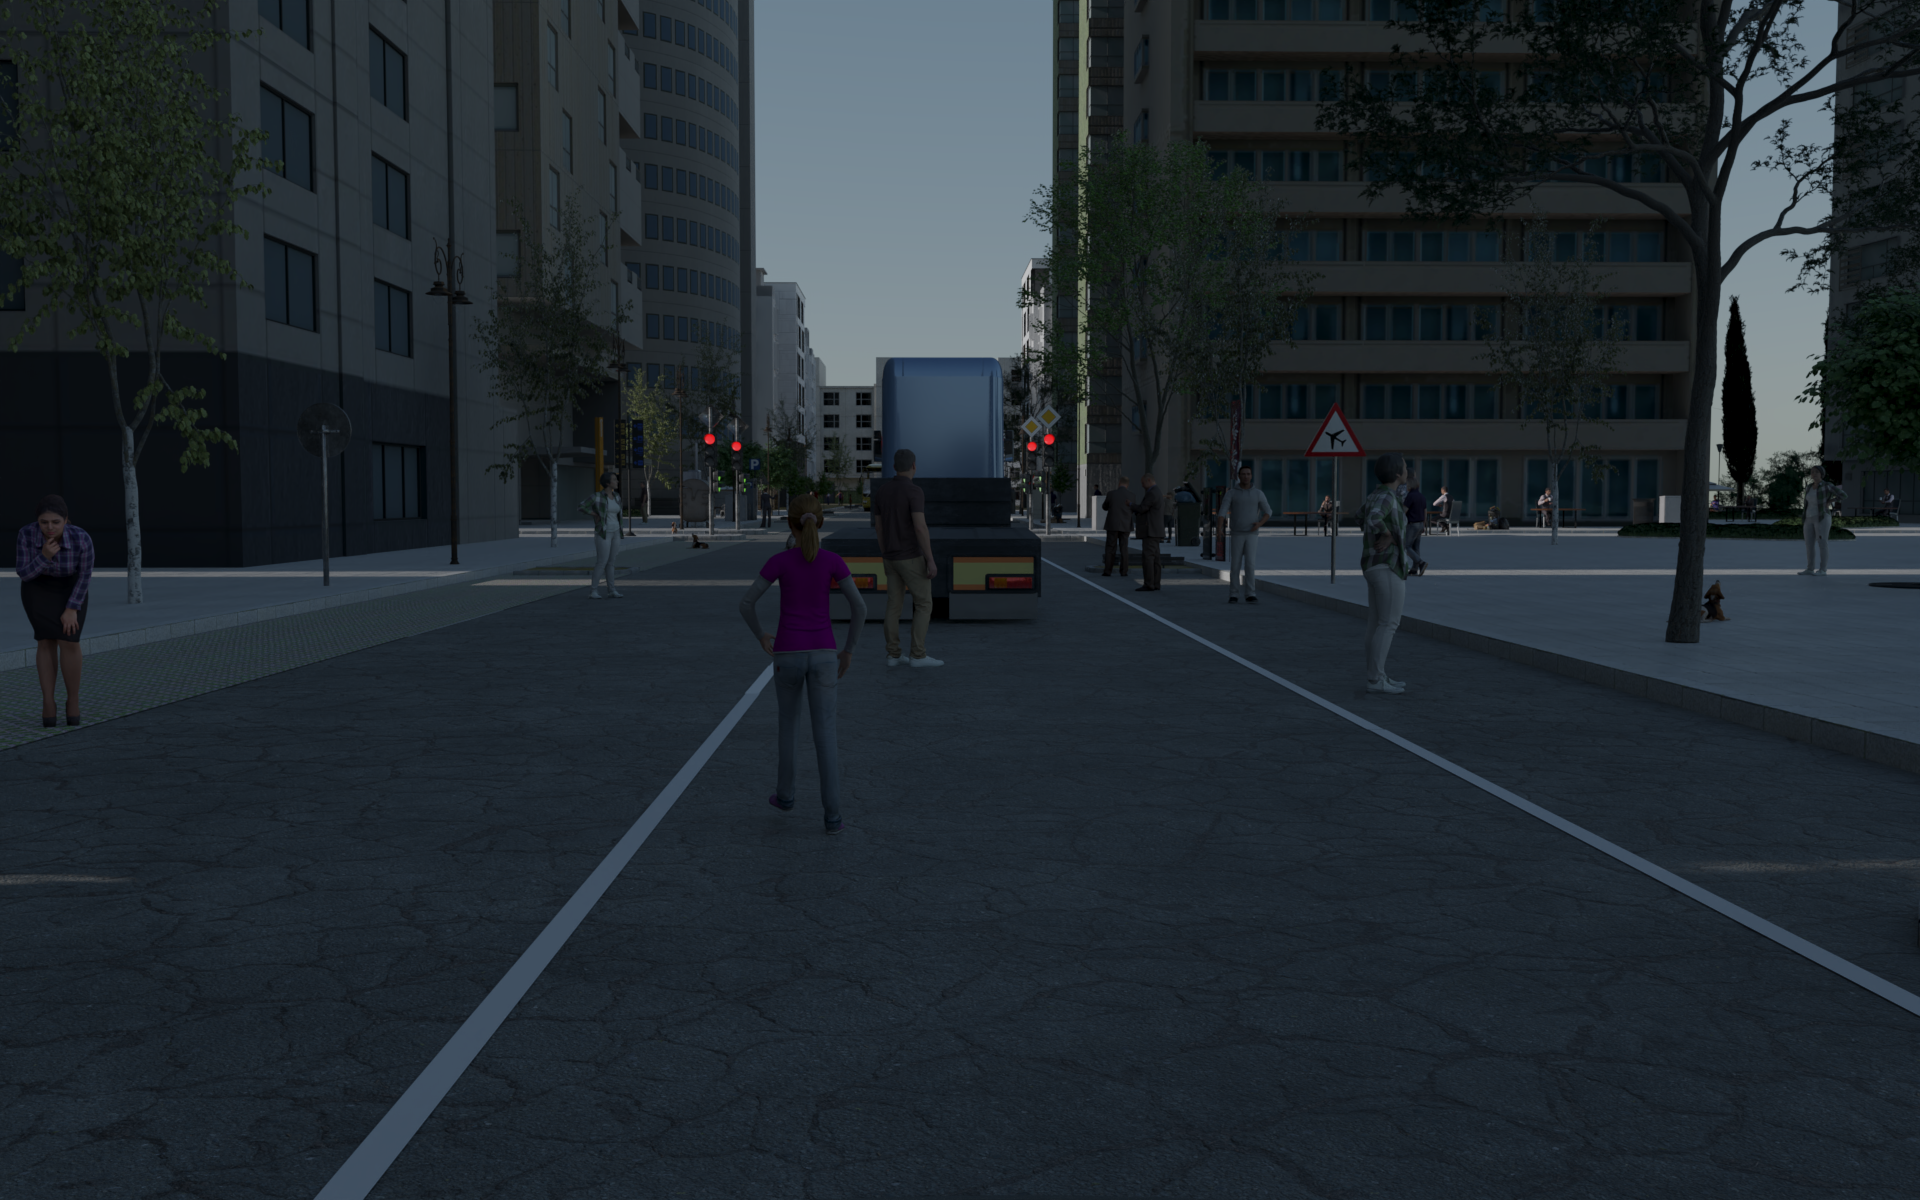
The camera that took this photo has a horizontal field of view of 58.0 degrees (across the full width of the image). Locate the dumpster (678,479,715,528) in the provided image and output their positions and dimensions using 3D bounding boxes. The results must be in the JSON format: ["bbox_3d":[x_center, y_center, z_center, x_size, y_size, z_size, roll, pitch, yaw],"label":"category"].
[{"bbox_3d":[-9.988,-3.663,65.649,1.264,1.857,1.865,0,4,-2],"label":"dumpster"}]

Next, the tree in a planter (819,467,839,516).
[{"bbox_3d":[-8.969,-7.143,114.014,1.991,3.239,1.994,0,4,-1],"label":"tree in a planter"}]

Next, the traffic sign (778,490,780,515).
[{"bbox_3d":[-11.053,-6.452,105.597,0.768,2.556,0.104,0,4,4],"label":"traffic sign"}]

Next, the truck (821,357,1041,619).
[{"bbox_3d":[-0.333,-2.357,28.292,2.967,4.110,18.799,0,3,0],"label":"truck"}]

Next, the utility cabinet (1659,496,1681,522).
[{"bbox_3d":[25.541,-3.108,61.980,1.020,1.237,0.306,-1,4,-17],"label":"utility cabinet"}]

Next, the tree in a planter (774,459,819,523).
[{"bbox_3d":[-8.288,-5.493,87.040,1.991,3.239,1.994,0,4,-1],"label":"tree in a planter"}]

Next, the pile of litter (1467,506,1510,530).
[{"bbox_3d":[19.015,-2.956,62.290,1.719,0.858,1.176,0,4,-7],"label":"pile of litter"}]

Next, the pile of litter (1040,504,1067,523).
[{"bbox_3d":[4.114,-3.829,76.564,1.176,0.858,1.719,0,4,-3],"label":"pile of litter"}]

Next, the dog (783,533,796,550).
[{"bbox_3d":[-4.346,-1.711,44.805,0.800,0.831,0.513,1,4,16],"label":"dog"}]

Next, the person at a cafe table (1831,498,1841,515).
[{"bbox_3d":[44.638,-4.649,86.866,1.726,1.238,1.698,3,5,43],"label":"person at a cafe table"}]

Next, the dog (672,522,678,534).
[{"bbox_3d":[-9.430,-2.317,57.177,0.540,0.507,0.406,3,4,38],"label":"dog"}]

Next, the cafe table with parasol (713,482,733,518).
[{"bbox_3d":[-13.405,-5.490,94.622,2.610,1.966,2.610,0,4,-3],"label":"cafe table with parasol"}]

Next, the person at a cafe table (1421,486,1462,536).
[{"bbox_3d":[14.703,-2.747,53.429,1.698,1.524,1.622,-2,4,-35],"label":"person at a cafe table"}]

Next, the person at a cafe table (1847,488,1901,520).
[{"bbox_3d":[37.700,-3.823,71.026,1.622,1.524,1.698,-1,4,-11],"label":"person at a cafe table"}]

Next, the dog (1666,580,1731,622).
[{"bbox_3d":[7.447,0.016,17.478,0.748,0.427,0.550,0,4,8],"label":"dog"}]

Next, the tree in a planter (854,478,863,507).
[{"bbox_3d":[-10.901,-11.831,190.661,1.991,3.239,1.994,0,4,-1],"label":"tree in a planter"}]

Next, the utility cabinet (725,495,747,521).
[{"bbox_3d":[-10.599,-4.329,81.948,1.020,1.237,0.306,1,4,10],"label":"utility cabinet"}]

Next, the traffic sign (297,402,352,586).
[{"bbox_3d":[-8.846,-1.468,24.106,0.768,2.556,0.104,0,4,2],"label":"traffic sign"}]

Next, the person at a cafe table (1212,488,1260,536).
[{"bbox_3d":[8.483,-2.762,53.669,1.622,1.524,1.698,1,4,14],"label":"person at a cafe table"}]

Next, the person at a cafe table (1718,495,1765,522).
[{"bbox_3d":[36.262,-4.230,80.019,1.726,1.238,1.698,-3,5,-43],"label":"person at a cafe table"}]

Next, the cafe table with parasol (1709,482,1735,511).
[{"bbox_3d":[39.516,-5.303,91.562,2.610,1.966,2.610,2,4,31],"label":"cafe table with parasol"}]

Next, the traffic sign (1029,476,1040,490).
[{"bbox_3d":[4.181,-5.756,94.116,0.884,2.594,0.081,0,4,1],"label":"traffic sign"}]

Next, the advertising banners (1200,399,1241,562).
[{"bbox_3d":[4.975,-2.254,33.044,0.090,3.025,2.074,-1,4,-11],"label":"advertising banners"}]

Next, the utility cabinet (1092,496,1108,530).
[{"bbox_3d":[5.212,-3.106,61.941,1.020,1.237,0.306,-2,4,-30],"label":"utility cabinet"}]

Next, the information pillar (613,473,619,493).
[{"bbox_3d":[-12.098,-3.468,61.191,0.304,2.012,0.304,0,4,-5],"label":"information pillar"}]

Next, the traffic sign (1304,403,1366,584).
[{"bbox_3d":[5.336,-1.511,24.707,0.884,2.594,0.081,0,4,0],"label":"traffic sign"}]

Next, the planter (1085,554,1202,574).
[{"bbox_3d":[3.343,-0.671,32.118,1.991,0.319,1.994,0,4,-1],"label":"planter"}]

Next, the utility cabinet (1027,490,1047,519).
[{"bbox_3d":[3.907,-4.868,88.266,1.173,1.500,0.318,-3,5,-43],"label":"utility cabinet"}]

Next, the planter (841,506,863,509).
[{"bbox_3d":[-10.226,-8.726,163.815,1.991,0.319,1.994,0,4,-1],"label":"planter"}]

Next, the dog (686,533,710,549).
[{"bbox_3d":[-6.810,-1.522,45.075,0.550,0.427,0.748,-1,4,-21],"label":"dog"}]

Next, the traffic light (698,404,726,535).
[{"bbox_3d":[-7.730,-3.976,53.923,0.839,4.253,0.868,0,4,-1],"label":"traffic light"}]

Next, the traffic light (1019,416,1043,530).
[{"bbox_3d":[2.546,-4.481,62.185,0.839,4.253,0.868,0,4,-1],"label":"traffic light"}]

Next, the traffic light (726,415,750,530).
[{"bbox_3d":[-7.932,-4.464,61.905,0.839,4.253,0.868,0,4,-1],"label":"traffic light"}]

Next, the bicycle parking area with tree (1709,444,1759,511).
[{"bbox_3d":[40.716,-6.836,98.763,8.231,4.147,9.016,1,4,13],"label":"bicycle parking area with tree"}]

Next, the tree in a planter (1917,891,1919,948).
[{"bbox_3d":[4.027,-0.476,5.008,1.991,3.239,1.994,0,4,-1],"label":"tree in a planter"}]

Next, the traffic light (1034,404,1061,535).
[{"bbox_3d":[2.748,-3.993,54.203,0.839,4.253,0.868,0,4,-1],"label":"traffic light"}]

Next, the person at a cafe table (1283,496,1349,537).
[{"bbox_3d":[11.103,-2.590,53.205,1.698,1.238,1.726,3,4,39],"label":"person at a cafe table"}]

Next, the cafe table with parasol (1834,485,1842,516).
[{"bbox_3d":[47.093,-5.295,91.434,2.610,1.966,2.610,1,4,19],"label":"cafe table with parasol"}]

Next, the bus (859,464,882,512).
[{"bbox_3d":[-6.743,-9.384,144.982,2.896,3.916,12.252,0,4,-1],"label":"bus"}]

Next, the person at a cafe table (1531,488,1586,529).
[{"bbox_3d":[22.345,-3.472,65.276,1.698,1.524,1.622,-1,4,-18],"label":"person at a cafe table"}]

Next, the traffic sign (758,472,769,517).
[{"bbox_3d":[-11.019,-5.885,96.218,0.884,2.594,0.081,0,4,1],"label":"traffic sign"}]
